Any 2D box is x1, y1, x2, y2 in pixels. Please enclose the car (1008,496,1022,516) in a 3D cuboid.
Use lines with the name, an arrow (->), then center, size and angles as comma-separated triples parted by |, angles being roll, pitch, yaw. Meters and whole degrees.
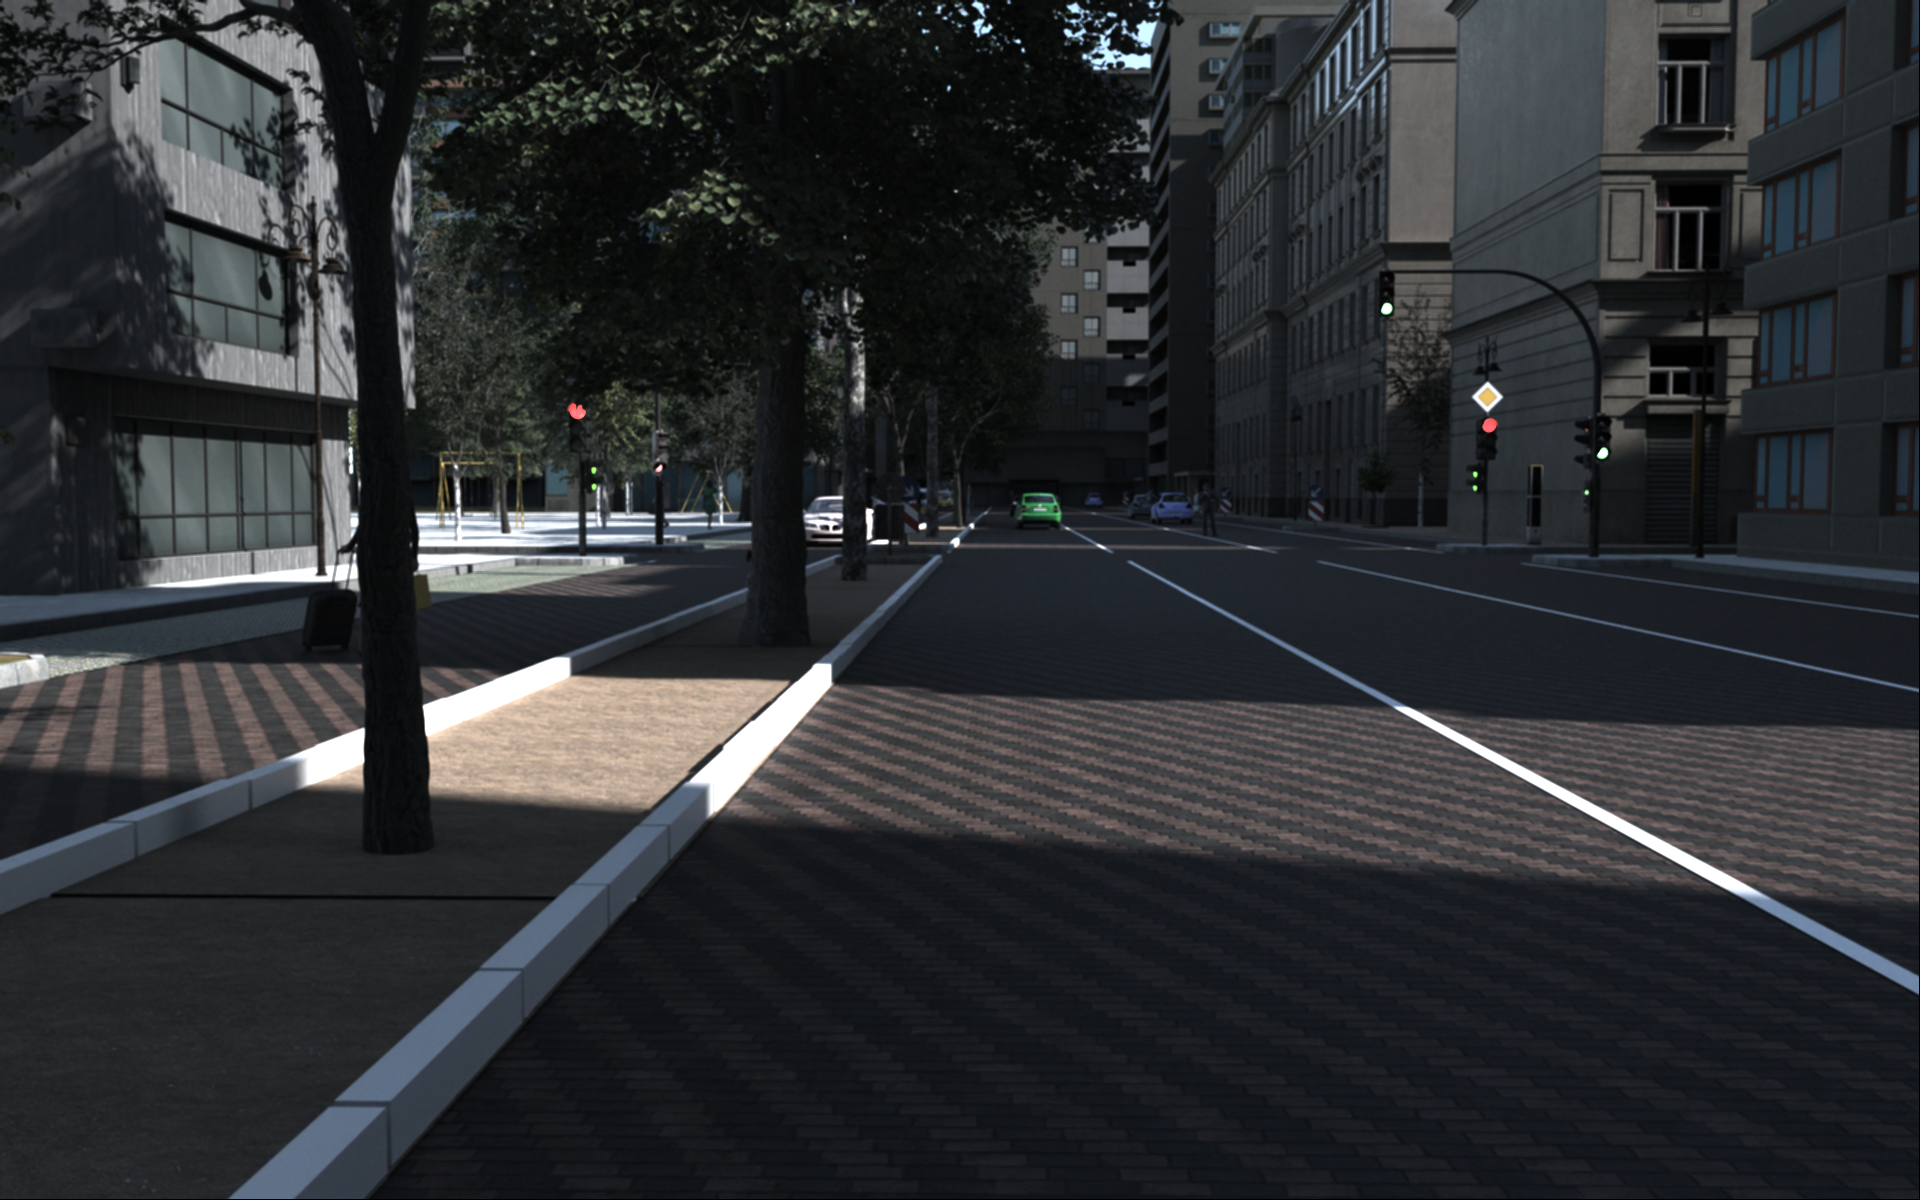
car -> 4.109, -6.141, 112.984 | 1.945, 1.354, 3.894 | 0, 4, 1

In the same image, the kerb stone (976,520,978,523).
kerb stone -> 0.613, -3.437, 78.467 | 0.120, 0.150, 1.000 | 0, 4, 1

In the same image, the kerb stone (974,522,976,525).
kerb stone -> 0.484, -3.129, 73.348 | 0.120, 0.150, 1.000 | 0, 4, 1

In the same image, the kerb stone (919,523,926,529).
kerb stone -> -1.583, -3.196, 74.444 | 0.120, 0.150, 1.000 | 0, 4, 1

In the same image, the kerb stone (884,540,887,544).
kerb stone -> -2.236, -1.627, 48.813 | 0.120, 0.150, 1.000 | 0, 4, 1

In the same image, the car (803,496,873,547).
car -> -3.447, -2.221, 48.669 | 2.083, 1.381, 4.827 | 0, 4, 0

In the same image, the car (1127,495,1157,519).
car -> 10.689, -5.405, 100.374 | 2.014, 1.417, 4.499 | 0, 4, 3

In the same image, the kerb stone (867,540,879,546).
kerb stone -> -2.303, -1.440, 45.733 | 0.120, 0.150, 1.000 | 0, 4, 1

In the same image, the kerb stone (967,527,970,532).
kerb stone -> 0.200, -2.439, 62.080 | 0.120, 0.150, 1.000 | 0, 4, 1

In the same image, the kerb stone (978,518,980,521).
kerb stone -> 0.770, -3.810, 84.607 | 0.120, 0.150, 1.000 | 0, 4, 1

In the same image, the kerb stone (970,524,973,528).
kerb stone -> 0.334, -2.753, 67.207 | 0.120, 0.150, 1.000 | 0, 4, 1

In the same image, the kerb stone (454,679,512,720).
kerb stone -> -3.166, 0.665, 11.398 | 0.120, 0.150, 1.000 | 0, 4, 1

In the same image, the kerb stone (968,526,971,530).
kerb stone -> 0.230, -2.503, 63.111 | 0.120, 0.150, 1.000 | 0, 4, 1

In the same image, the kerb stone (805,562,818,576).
kerb stone -> -2.687, -0.529, 30.857 | 0.120, 0.150, 1.000 | 0, 4, 1

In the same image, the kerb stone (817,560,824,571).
kerb stone -> -2.660, -0.592, 31.879 | 0.120, 0.150, 1.000 | 0, 4, 1

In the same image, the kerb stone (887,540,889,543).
kerb stone -> -2.202, -1.689, 49.835 | 0.120, 0.150, 1.000 | 0, 4, 1

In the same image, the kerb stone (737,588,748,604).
kerb stone -> -2.889, -0.026, 22.666 | 0.120, 0.150, 1.000 | 0, 4, 1

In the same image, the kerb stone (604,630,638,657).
kerb stone -> -3.072, 0.409, 15.510 | 0.120, 0.150, 1.000 | 0, 4, 1

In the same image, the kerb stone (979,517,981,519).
kerb stone -> 0.853, -4.006, 87.685 | 0.120, 0.150, 1.000 | 0, 4, 1

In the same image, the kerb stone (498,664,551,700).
kerb stone -> -3.142, 0.598, 12.430 | 0.120, 0.150, 1.000 | 0, 4, 1

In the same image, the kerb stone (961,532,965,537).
kerb stone -> -0.006, -1.938, 53.881 | 0.120, 0.150, 1.000 | 0, 4, 1

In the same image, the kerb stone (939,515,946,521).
kerb stone -> -0.991, -4.637, 98.005 | 0.120, 0.150, 1.000 | 0, 4, 1

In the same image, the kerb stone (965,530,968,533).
kerb stone -> 0.099, -2.189, 57.979 | 0.120, 0.150, 1.000 | 0, 4, 1

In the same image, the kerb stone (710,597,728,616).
kerb stone -> -2.936, 0.100, 20.618 | 0.120, 0.150, 1.000 | 0, 4, 1

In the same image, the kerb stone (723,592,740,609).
kerb stone -> -2.914, 0.034, 21.639 | 0.120, 0.150, 1.000 | 0, 4, 1

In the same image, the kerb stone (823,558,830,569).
kerb stone -> -2.629, -0.655, 32.910 | 0.120, 0.150, 1.000 | 0, 4, 1

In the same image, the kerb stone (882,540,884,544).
kerb stone -> -2.256, -1.560, 47.786 | 0.120, 0.150, 1.000 | 0, 4, 1

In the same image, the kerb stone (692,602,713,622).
kerb stone -> -2.966, 0.159, 19.596 | 0.120, 0.150, 1.000 | 0, 4, 1

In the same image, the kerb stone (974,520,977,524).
kerb stone -> 0.568, -3.317, 76.423 | 0.120, 0.150, 1.000 | 0, 4, 1

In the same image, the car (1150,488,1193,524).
car -> 10.227, -4.549, 83.964 | 1.945, 1.707, 3.694 | 0, 4, 0

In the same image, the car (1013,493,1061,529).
car -> 3.205, -3.867, 72.017 | 1.959, 1.807, 4.718 | 0, 4, 0

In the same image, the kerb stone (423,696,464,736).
kerb stone -> -3.198, 0.723, 10.368 | 0.120, 0.150, 1.000 | 0, 4, 1

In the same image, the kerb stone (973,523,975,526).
kerb stone -> 0.418, -2.941, 70.281 | 0.120, 0.150, 1.000 | 0, 4, 1

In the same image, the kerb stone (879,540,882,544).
kerb stone -> -2.282, -1.503, 46.763 | 0.120, 0.150, 1.000 | 0, 4, 1

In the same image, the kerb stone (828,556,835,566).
kerb stone -> -2.607, -0.719, 33.944 | 0.120, 0.150, 1.000 | 0, 4, 1

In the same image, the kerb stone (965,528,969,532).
kerb stone -> 0.149, -2.314, 60.030 | 0.120, 0.150, 1.000 | 0, 4, 1

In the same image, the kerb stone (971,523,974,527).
kerb stone -> 0.395, -2.878, 69.256 | 0.120, 0.150, 1.000 | 0, 4, 1

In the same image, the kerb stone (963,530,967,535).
kerb stone -> 0.077, -2.122, 56.957 | 0.120, 0.150, 1.000 | 0, 4, 1

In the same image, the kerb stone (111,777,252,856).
kerb stone -> -3.275, 0.911, 7.299 | 0.120, 0.150, 1.000 | 0, 4, 1

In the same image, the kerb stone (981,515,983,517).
kerb stone -> 1.057, -4.507, 95.888 | 0.120, 0.150, 1.000 | 0, 4, 1

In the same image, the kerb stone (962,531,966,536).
kerb stone -> 0.051, -2.063, 55.931 | 0.120, 0.150, 1.000 | 0, 4, 1

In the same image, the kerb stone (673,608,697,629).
kerb stone -> -2.992, 0.221, 18.574 | 0.120, 0.150, 1.000 | 0, 4, 1

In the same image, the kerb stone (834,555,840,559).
kerb stone -> -2.581, -0.781, 34.966 | 0.120, 0.150, 1.000 | 0, 4, 1

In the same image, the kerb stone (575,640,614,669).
kerb stone -> -3.092, 0.471, 14.488 | 0.120, 0.150, 1.000 | 0, 4, 1

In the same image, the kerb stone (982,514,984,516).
kerb stone -> 1.156, -4.758, 99.988 | 0.120, 0.150, 1.000 | 0, 4, 1

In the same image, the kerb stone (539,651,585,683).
kerb stone -> -3.120, 0.534, 13.458 | 0.120, 0.150, 1.000 | 0, 4, 1

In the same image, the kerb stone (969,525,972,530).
kerb stone -> 0.284, -2.628, 65.162 | 0.120, 0.150, 1.000 | 0, 4, 1

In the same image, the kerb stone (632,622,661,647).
kerb stone -> -3.038, 0.346, 16.531 | 0.120, 0.150, 1.000 | 0, 4, 1

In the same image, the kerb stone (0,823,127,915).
kerb stone -> -3.295, 0.975, 6.262 | 0.120, 0.150, 1.000 | 0, 4, 1

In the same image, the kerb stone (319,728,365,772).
kerb stone -> -3.224, 0.790, 9.347 | 0.120, 0.150, 1.000 | 0, 4, 1

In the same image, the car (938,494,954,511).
car -> -1.203, -8.175, 143.887 | 2.015, 1.641, 3.980 | 0, 4, 3

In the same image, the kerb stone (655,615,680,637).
kerb stone -> -3.015, 0.288, 17.553 | 0.120, 0.150, 1.000 | 0, 4, 1

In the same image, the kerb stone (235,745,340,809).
kerb stone -> -3.245, 0.857, 8.325 | 0.120, 0.150, 1.000 | 0, 4, 1

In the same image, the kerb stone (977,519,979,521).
kerb stone -> 0.686, -3.622, 81.536 | 0.120, 0.150, 1.000 | 0, 4, 1

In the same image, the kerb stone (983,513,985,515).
kerb stone -> 1.259, -5.009, 104.092 | 0.120, 0.150, 1.000 | 0, 4, 1
